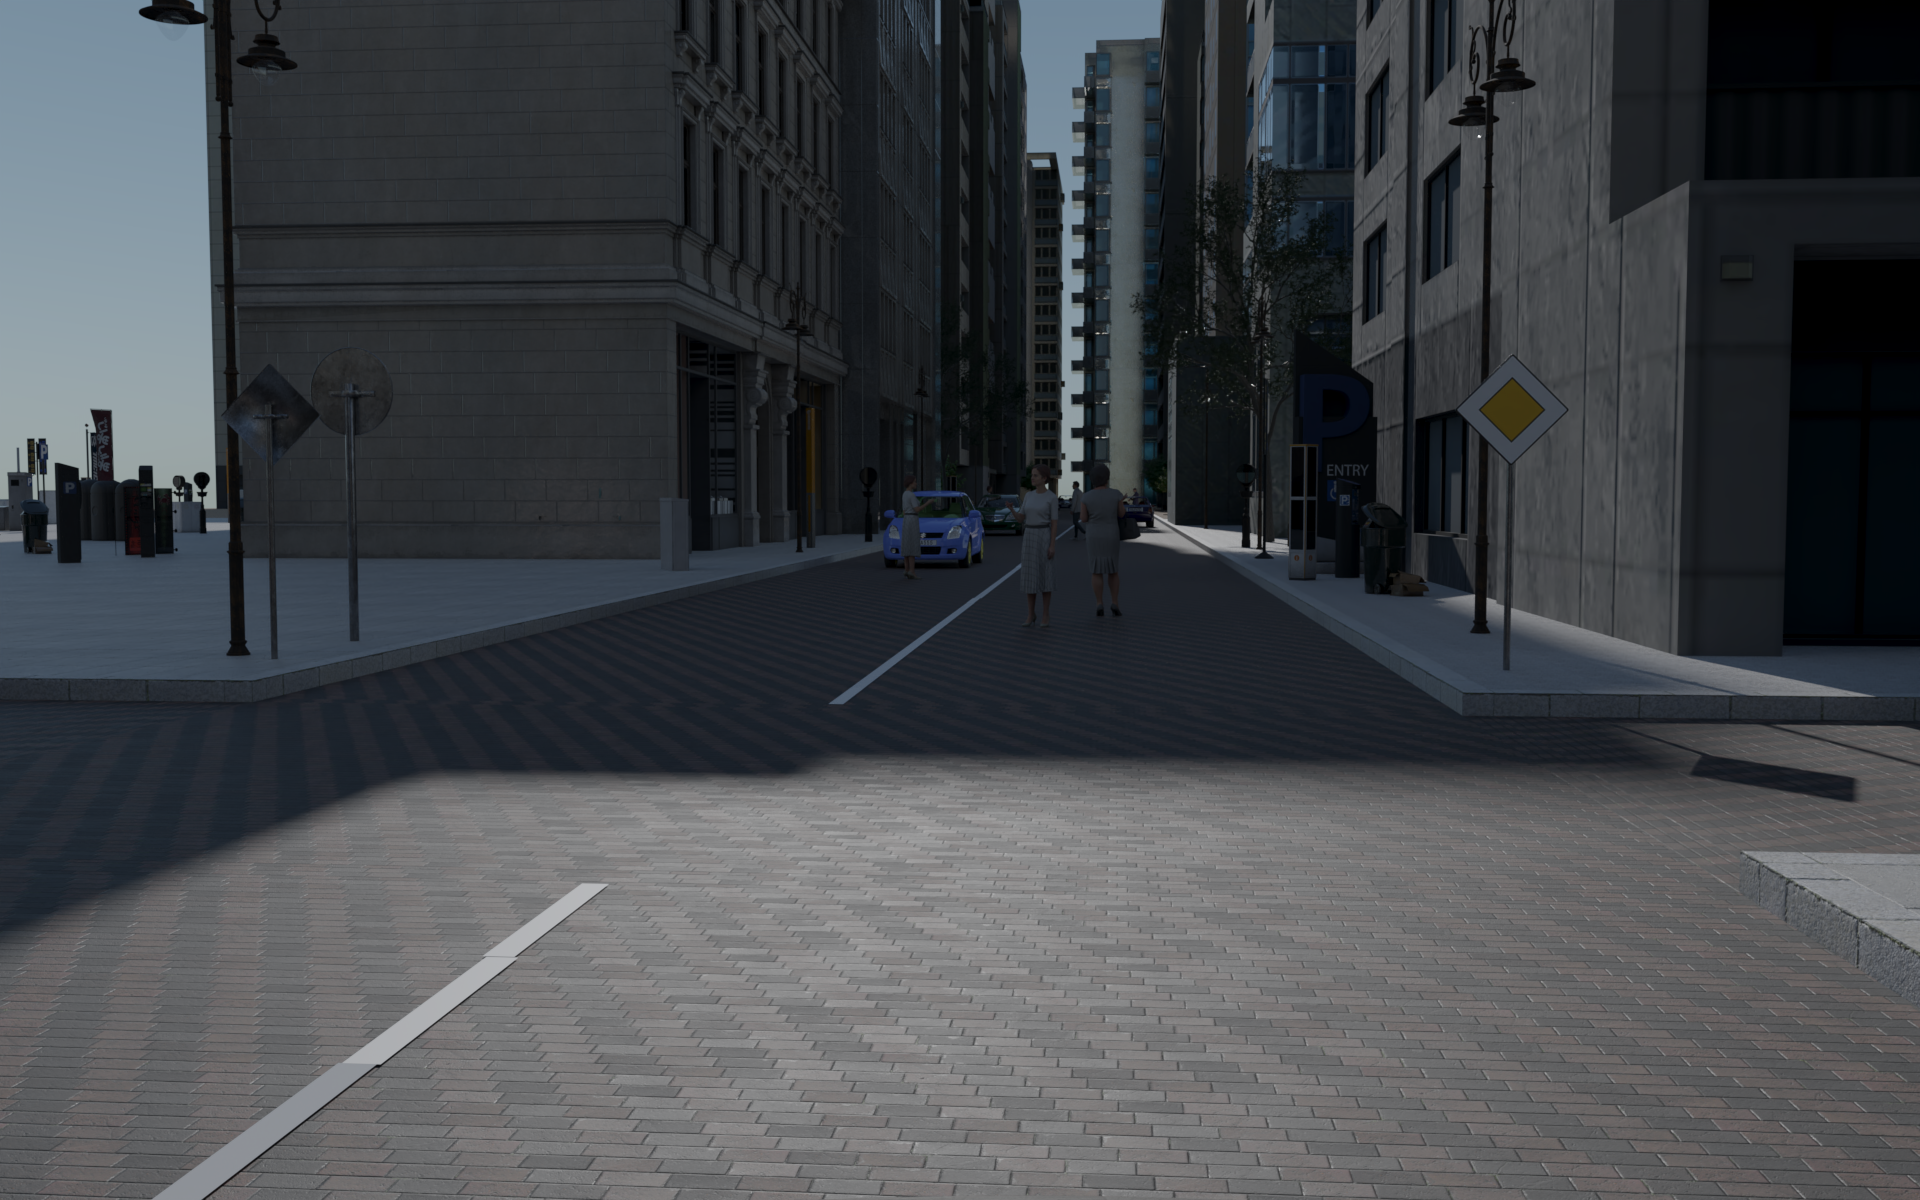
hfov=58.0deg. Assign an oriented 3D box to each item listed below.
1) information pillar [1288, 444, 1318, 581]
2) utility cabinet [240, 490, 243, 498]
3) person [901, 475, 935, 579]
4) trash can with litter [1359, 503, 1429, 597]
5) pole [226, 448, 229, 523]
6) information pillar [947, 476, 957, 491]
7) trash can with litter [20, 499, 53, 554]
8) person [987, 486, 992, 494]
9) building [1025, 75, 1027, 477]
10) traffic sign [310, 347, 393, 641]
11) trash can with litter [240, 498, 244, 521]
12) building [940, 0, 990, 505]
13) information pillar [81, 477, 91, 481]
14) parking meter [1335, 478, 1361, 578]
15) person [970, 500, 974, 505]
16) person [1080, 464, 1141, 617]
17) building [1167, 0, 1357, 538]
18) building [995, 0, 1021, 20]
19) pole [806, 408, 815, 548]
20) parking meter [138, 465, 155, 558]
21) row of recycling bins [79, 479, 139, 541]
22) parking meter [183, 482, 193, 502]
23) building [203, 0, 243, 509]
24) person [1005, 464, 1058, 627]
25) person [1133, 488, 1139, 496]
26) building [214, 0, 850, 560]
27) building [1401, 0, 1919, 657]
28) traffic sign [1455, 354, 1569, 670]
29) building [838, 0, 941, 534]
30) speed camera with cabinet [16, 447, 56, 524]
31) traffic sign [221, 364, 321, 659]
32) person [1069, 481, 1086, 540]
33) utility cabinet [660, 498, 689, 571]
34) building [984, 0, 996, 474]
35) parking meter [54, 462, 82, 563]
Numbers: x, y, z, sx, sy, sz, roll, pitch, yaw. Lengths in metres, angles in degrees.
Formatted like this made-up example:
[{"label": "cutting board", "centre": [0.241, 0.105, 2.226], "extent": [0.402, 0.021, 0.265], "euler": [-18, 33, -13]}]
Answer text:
[{"label": "information pillar", "centre": [5.100, -1.299, 25.738], "extent": [0.304, 2.012, 0.304], "euler": [-3, 5, -43]}, {"label": "utility cabinet", "centre": [-36.927, -4.972, 89.976], "extent": [1.173, 1.500, 0.318], "euler": [1, 4, 10]}, {"label": "person", "centre": [-0.738, -1.229, 29.161], "extent": [0.524, 1.755, 0.480], "euler": [-2, 4, -27]}, {"label": "trash can with litter", "centre": [5.580, -0.654, 22.078], "extent": [0.624, 1.170, 1.055], "euler": [-2, 4, -25]}, {"label": "pole", "centre": [-32.297, -5.058, 76.546], "extent": [0.158, 3.312, 0.155], "euler": [0, 3, 0]}, {"label": "information pillar", "centre": [-0.334, -4.009, 70.040], "extent": [0.304, 2.012, 0.304], "euler": [-2, 4, -32]}, {"label": "trash can with litter", "centre": [-19.858, -1.591, 37.406], "extent": [0.624, 1.170, 1.055], "euler": [-3, 5, -45]}, {"label": "person", "centre": [1.258, -3.625, 68.343], "extent": [0.524, 1.755, 0.480], "euler": [0, 4, -3]}, {"label": "building", "centre": [-1.106, -28.868, 155.582], "extent": [14.086, 41.232, 14.154], "euler": [0, 4, 5]}, {"label": "traffic sign", "centre": [-5.287, -0.914, 15.044], "extent": [0.768, 2.556, 0.104], "euler": [1, 4, 9]}, {"label": "trash can with litter", "centre": [-23.023, -2.716, 55.792], "extent": [0.624, 1.170, 1.055], "euler": [-1, 4, -19]}, {"label": "building", "centre": [-5.865, -19.838, 96.053], "extent": [14.160, 30.474, 14.107], "euler": [0, 4, 5]}, {"label": "information pillar", "centre": [-38.038, -4.338, 75.426], "extent": [0.304, 2.012, 0.304], "euler": [0, 4, 7]}, {"label": "parking meter", "centre": [5.944, -1.108, 26.526], "extent": [0.372, 1.533, 0.369], "euler": [0, 3, 0]}, {"label": "person", "centre": [0.237, -2.270, 50.299], "extent": [0.352, 1.250, 0.332], "euler": [1, 4, 13]}, {"label": "person", "centre": [1.769, -0.705, 20.390], "extent": [0.716, 1.782, 0.532], "euler": [0, 4, 4]}, {"label": "building", "centre": [19.488, -45.859, 62.459], "extent": [22.319, 86.520, 31.000], "euler": [0, 4, 5]}, {"label": "building", "centre": [-2.537, -27.802, 138.156], "extent": [14.154, 41.232, 14.086], "euler": [0, 4, 5]}, {"label": "pole", "centre": [-3.549, -2.893, 41.143], "extent": [0.158, 3.312, 0.155], "euler": [0, 3, 0]}, {"label": "parking meter", "centre": [-16.448, -1.793, 35.033], "extent": [0.255, 1.863, 0.399], "euler": [-1, 4, -22]}, {"label": "row of recycling bins", "centre": [-23.692, -2.493, 47.880], "extent": [3.534, 1.692, 1.069], "euler": [2, 4, 33]}, {"label": "parking meter", "centre": [-37.305, -4.772, 83.730], "extent": [0.399, 1.863, 0.255], "euler": [2, 4, 27]}, {"label": "building", "centre": [-53.171, -43.946, 156.764], "extent": [20.611, 71.187, 20.563], "euler": [0, 4, 5]}, {"label": "person", "centre": [0.790, -0.586, 18.658], "extent": [0.480, 1.755, 0.524], "euler": [2, 4, 30]}, {"label": "person", "centre": [9.400, -5.197, 93.916], "extent": [0.568, 1.767, 0.683], "euler": [1, 4, 20]}, {"label": "building", "centre": [-9.927, -11.261, 35.034], "extent": [10.553, 20.767, 40.483], "euler": [0, 4, 5]}, {"label": "building", "centre": [16.863, -35.629, 20.782], "extent": [20.611, 71.187, 20.563], "euler": [0, 4, 5]}, {"label": "traffic sign", "centre": [3.977, -0.545, 12.552], "extent": [0.795, 2.450, 0.064], "euler": [0, 4, 5]}, {"label": "building", "centre": [-7.704, -15.105, 64.985], "extent": [12.078, 24.808, 19.932], "euler": [0, 4, 5]}, {"label": "speed camera with cabinet", "centre": [-39.448, -4.874, 74.021], "extent": [2.038, 3.252, 0.660], "euler": [-2, 4, -32]}, {"label": "traffic sign", "centre": [-5.328, -0.597, 13.407], "extent": [0.795, 2.450, 0.064], "euler": [0, 4, 5]}, {"label": "person", "centre": [3.716, -2.783, 53.842], "extent": [0.795, 1.843, 0.661], "euler": [2, 4, 34]}, {"label": "utility cabinet", "centre": [-4.821, -1.108, 29.276], "extent": [0.306, 1.237, 1.020], "euler": [-1, 4, -21]}, {"label": "building", "centre": [-11.743, -32.328, 117.795], "extent": [28.713, 52.752, 27.495], "euler": [0, 4, 5]}, {"label": "parking meter", "centre": [-16.580, -1.622, 32.229], "extent": [0.399, 1.863, 0.255], "euler": [-3, 5, -45]}]
